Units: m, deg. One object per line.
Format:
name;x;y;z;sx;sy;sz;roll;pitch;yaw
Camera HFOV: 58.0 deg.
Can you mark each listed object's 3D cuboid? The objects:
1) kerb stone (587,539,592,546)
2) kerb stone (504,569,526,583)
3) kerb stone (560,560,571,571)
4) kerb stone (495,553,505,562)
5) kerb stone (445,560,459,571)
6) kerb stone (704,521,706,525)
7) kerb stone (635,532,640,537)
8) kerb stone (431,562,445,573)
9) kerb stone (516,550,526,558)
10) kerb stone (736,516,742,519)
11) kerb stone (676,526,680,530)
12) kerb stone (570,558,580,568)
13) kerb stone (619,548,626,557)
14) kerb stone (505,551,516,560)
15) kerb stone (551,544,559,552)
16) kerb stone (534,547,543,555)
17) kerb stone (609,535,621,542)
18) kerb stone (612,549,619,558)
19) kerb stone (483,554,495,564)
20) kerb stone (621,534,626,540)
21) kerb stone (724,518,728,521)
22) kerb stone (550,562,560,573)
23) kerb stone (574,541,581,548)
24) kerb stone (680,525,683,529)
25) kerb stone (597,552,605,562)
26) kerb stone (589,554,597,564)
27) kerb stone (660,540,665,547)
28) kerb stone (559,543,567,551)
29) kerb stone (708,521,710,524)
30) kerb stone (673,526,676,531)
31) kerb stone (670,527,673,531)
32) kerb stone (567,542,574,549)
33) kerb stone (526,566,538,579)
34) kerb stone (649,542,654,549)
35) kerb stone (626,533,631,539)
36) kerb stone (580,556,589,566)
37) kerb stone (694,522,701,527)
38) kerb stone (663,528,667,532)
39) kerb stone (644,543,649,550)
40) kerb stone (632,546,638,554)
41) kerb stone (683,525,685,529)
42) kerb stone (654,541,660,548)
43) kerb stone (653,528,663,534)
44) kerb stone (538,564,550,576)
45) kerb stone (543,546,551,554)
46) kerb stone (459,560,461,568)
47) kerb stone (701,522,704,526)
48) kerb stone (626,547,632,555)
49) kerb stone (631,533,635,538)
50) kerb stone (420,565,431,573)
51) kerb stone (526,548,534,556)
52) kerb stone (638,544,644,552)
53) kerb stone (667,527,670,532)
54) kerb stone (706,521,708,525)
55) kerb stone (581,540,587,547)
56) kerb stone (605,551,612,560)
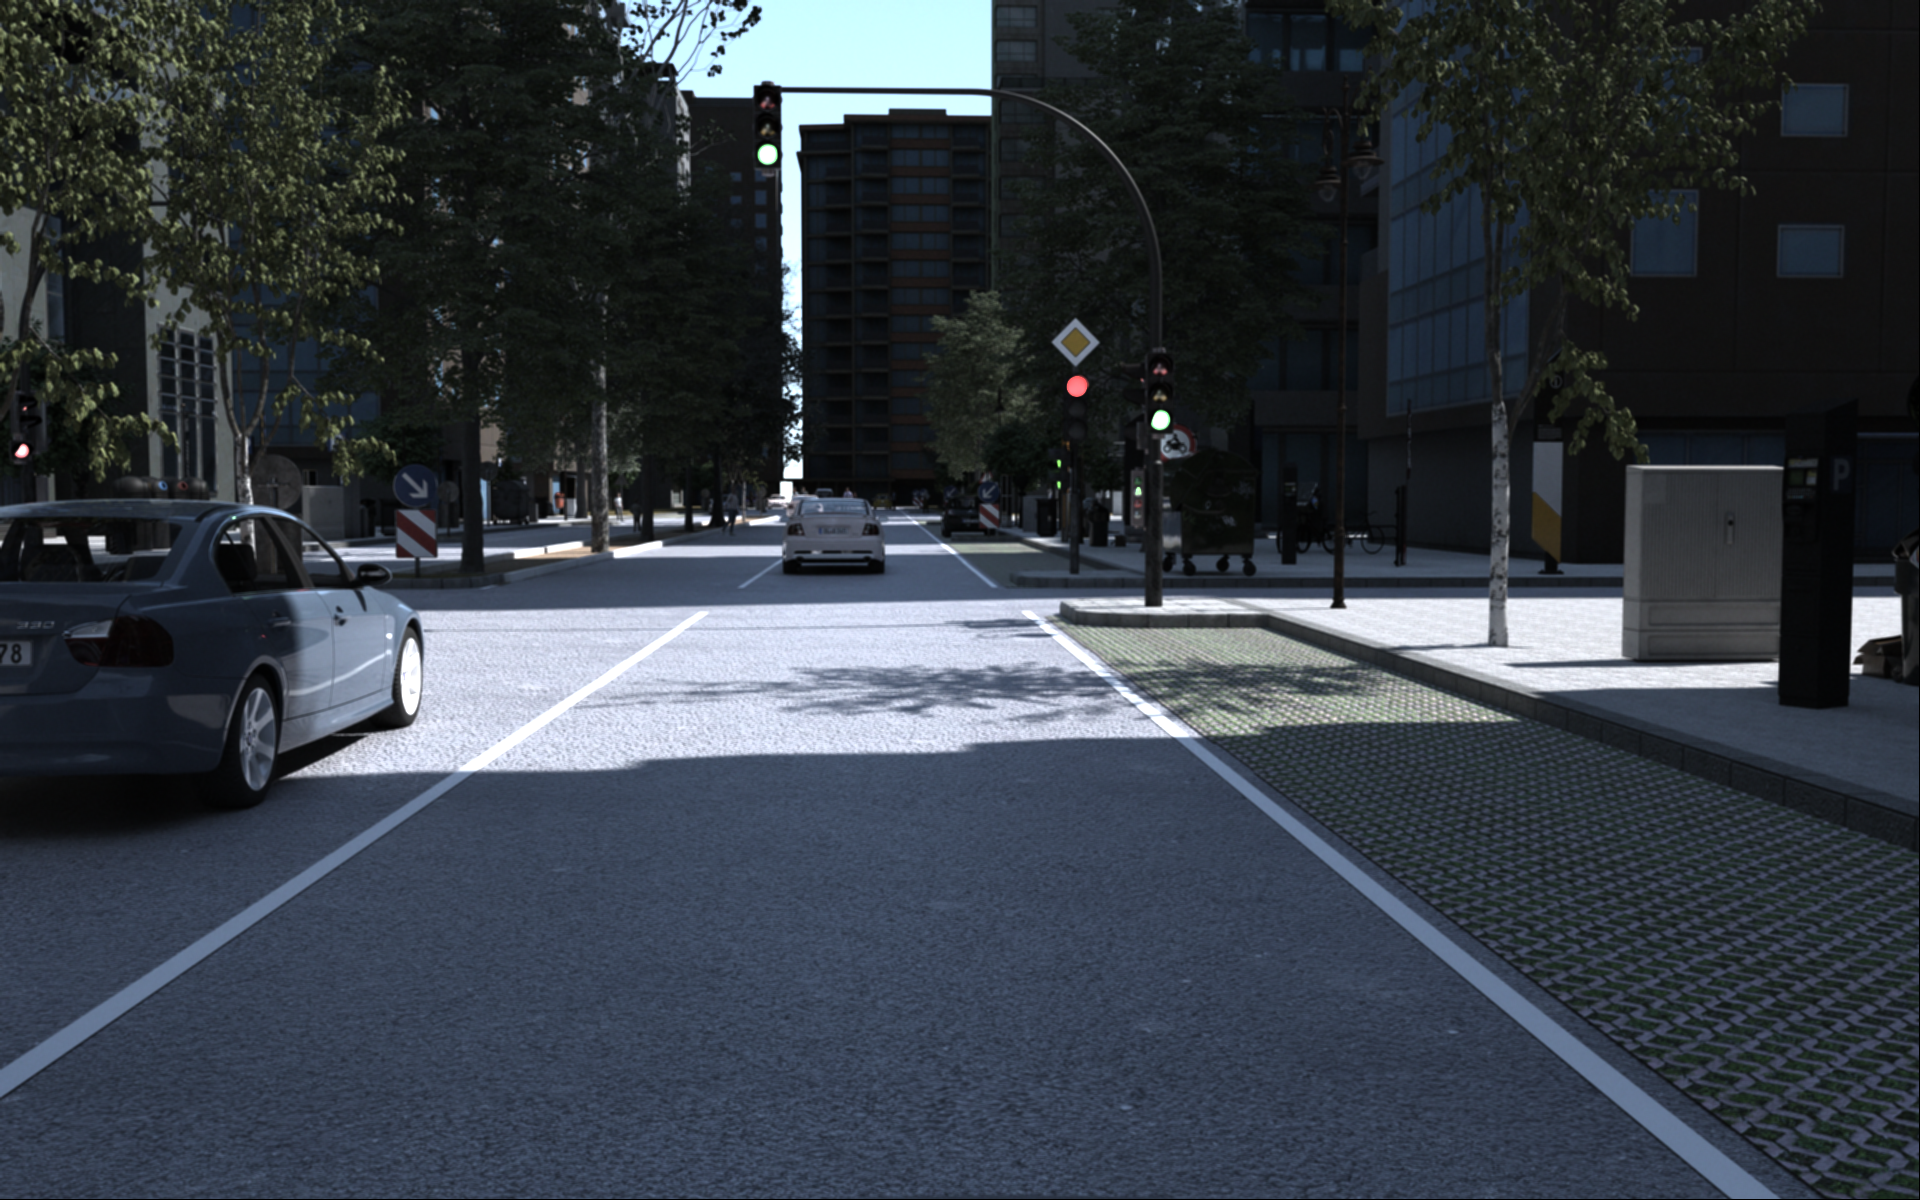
kerb stone;-10.320;-1.565;47.788;0.120;0.150;1.000;0;4;-3
kerb stone;-7.324;-0.381;28.431;0.120;0.150;1.000;0;4;-3
kerb stone;-7.514;-0.628;32.529;0.120;0.150;1.000;0;4;-3
kerb stone;-9.809;-0.876;36.524;0.120;0.150;1.000;0;4;-3
kerb stone;-9.614;-0.626;32.423;0.120;0.150;1.000;0;4;-3
kerb stone;-11.744;-3.444;78.512;0.120;0.150;1.000;0;4;-3
kerb stone;-10.749;-2.126;56.989;0.120;0.150;1.000;0;4;-3
kerb stone;-9.569;-0.563;31.402;0.120;0.150;1.000;0;4;-3
kerb stone;-9.893;-1.001;38.567;0.120;0.150;1.000;0;4;-3
kerb stone;-12.739;-4.759;100.003;0.120;0.150;1.000;0;4;-3
kerb stone;-11.273;-2.818;68.269;0.120;0.150;1.000;0;4;-3
kerb stone;-7.570;-0.693;33.557;0.120;0.150;1.000;0;4;-3
kerb stone;-7.840;-1.070;39.685;0.120;0.150;1.000;0;4;-3
kerb stone;-9.849;-0.939;37.545;0.120;0.150;1.000;0;4;-3
kerb stone;-10.088;-1.252;42.658;0.120;0.150;1.000;0;4;-3
kerb stone;-9.997;-1.126;40.608;0.120;0.150;1.000;0;4;-3
kerb stone;-10.564;-1.875;52.901;0.120;0.150;1.000;0;4;-3
kerb stone;-7.801;-1.006;38.663;0.120;0.150;1.000;0;4;-3
kerb stone;-9.759;-0.812;35.503;0.120;0.150;1.000;0;4;-3
kerb stone;-10.608;-1.941;53.924;0.120;0.150;1.000;0;4;-3
kerb stone;-12.408;-4.320;92.834;0.120;0.150;1.000;0;4;-3
kerb stone;-7.471;-0.567;31.496;0.120;0.150;1.000;0;4;-3
kerb stone;-10.227;-1.439;45.728;0.120;0.150;1.000;0;4;-3
kerb stone;-11.316;-2.880;69.291;0.120;0.150;1.000;0;4;-3
kerb stone;-7.703;-0.882;36.621;0.120;0.150;1.000;0;4;-3
kerb stone;-7.661;-0.820;35.599;0.120;0.150;1.000;0;4;-3
kerb stone;-8.172;-1.507;46.834;0.120;0.150;1.000;0;4;-3
kerb stone;-10.135;-1.314;43.680;0.120;0.150;1.000;0;4;-3
kerb stone;-11.831;-3.560;80.566;0.120;0.150;1.000;0;4;-3
kerb stone;-11.226;-2.756;67.248;0.120;0.150;1.000;0;4;-3
kerb stone;-11.182;-2.693;66.219;0.120;0.150;1.000;0;4;-3
kerb stone;-10.180;-1.373;44.701;0.120;0.150;1.000;0;4;-3
kerb stone;-7.384;-0.444;29.452;0.120;0.150;1.000;0;4;-3
kerb stone;-8.093;-1.382;44.790;0.120;0.150;1.000;0;4;-3
kerb stone;-10.659;-2.001;54.947;0.120;0.150;1.000;0;4;-3
kerb stone;-7.608;-0.757;34.579;0.120;0.150;1.000;0;4;-3
kerb stone;-11.643;-3.319;76.463;0.120;0.150;1.000;0;4;-3
kerb stone;-11.077;-2.564;64.163;0.120;0.150;1.000;0;4;-3
kerb stone;-8.044;-1.311;43.769;0.120;0.150;1.000;0;4;-3
kerb stone;-7.944;-1.194;41.726;0.120;0.150;1.000;0;4;-3
kerb stone;-11.367;-2.936;70.323;0.120;0.150;1.000;0;4;-3
kerb stone;-8.135;-1.442;45.811;0.120;0.150;1.000;0;4;-3
kerb stone;-11.029;-2.504;63.139;0.120;0.150;1.000;0;4;-3
kerb stone;-7.424;-0.505;30.473;0.120;0.150;1.000;0;4;-3
kerb stone;-10.039;-1.189;41.632;0.120;0.150;1.000;0;4;-3
kerb stone;-9.659;-0.688;33.448;0.120;0.150;1.000;0;4;-3
kerb stone;-11.696;-3.382;77.486;0.120;0.150;1.000;0;4;-3
kerb stone;-7.892;-1.129;40.706;0.120;0.150;1.000;0;4;-3
kerb stone;-10.703;-2.066;55.968;0.120;0.150;1.000;0;4;-3
kerb stone;-9.522;-0.500;30.373;0.120;0.150;1.000;0;4;-3
kerb stone;-9.946;-1.064;39.587;0.120;0.150;1.000;0;4;-3
kerb stone;-7.988;-1.252;42.748;0.120;0.150;1.000;0;4;-3
kerb stone;-11.127;-2.629;65.186;0.120;0.150;1.000;0;4;-3
kerb stone;-11.789;-3.507;79.533;0.120;0.150;1.000;0;4;-3
kerb stone;-10.285;-1.498;46.761;0.120;0.150;1.000;0;4;-3
kerb stone;-7.757;-0.945;37.642;0.120;0.150;1.000;0;4;-3
